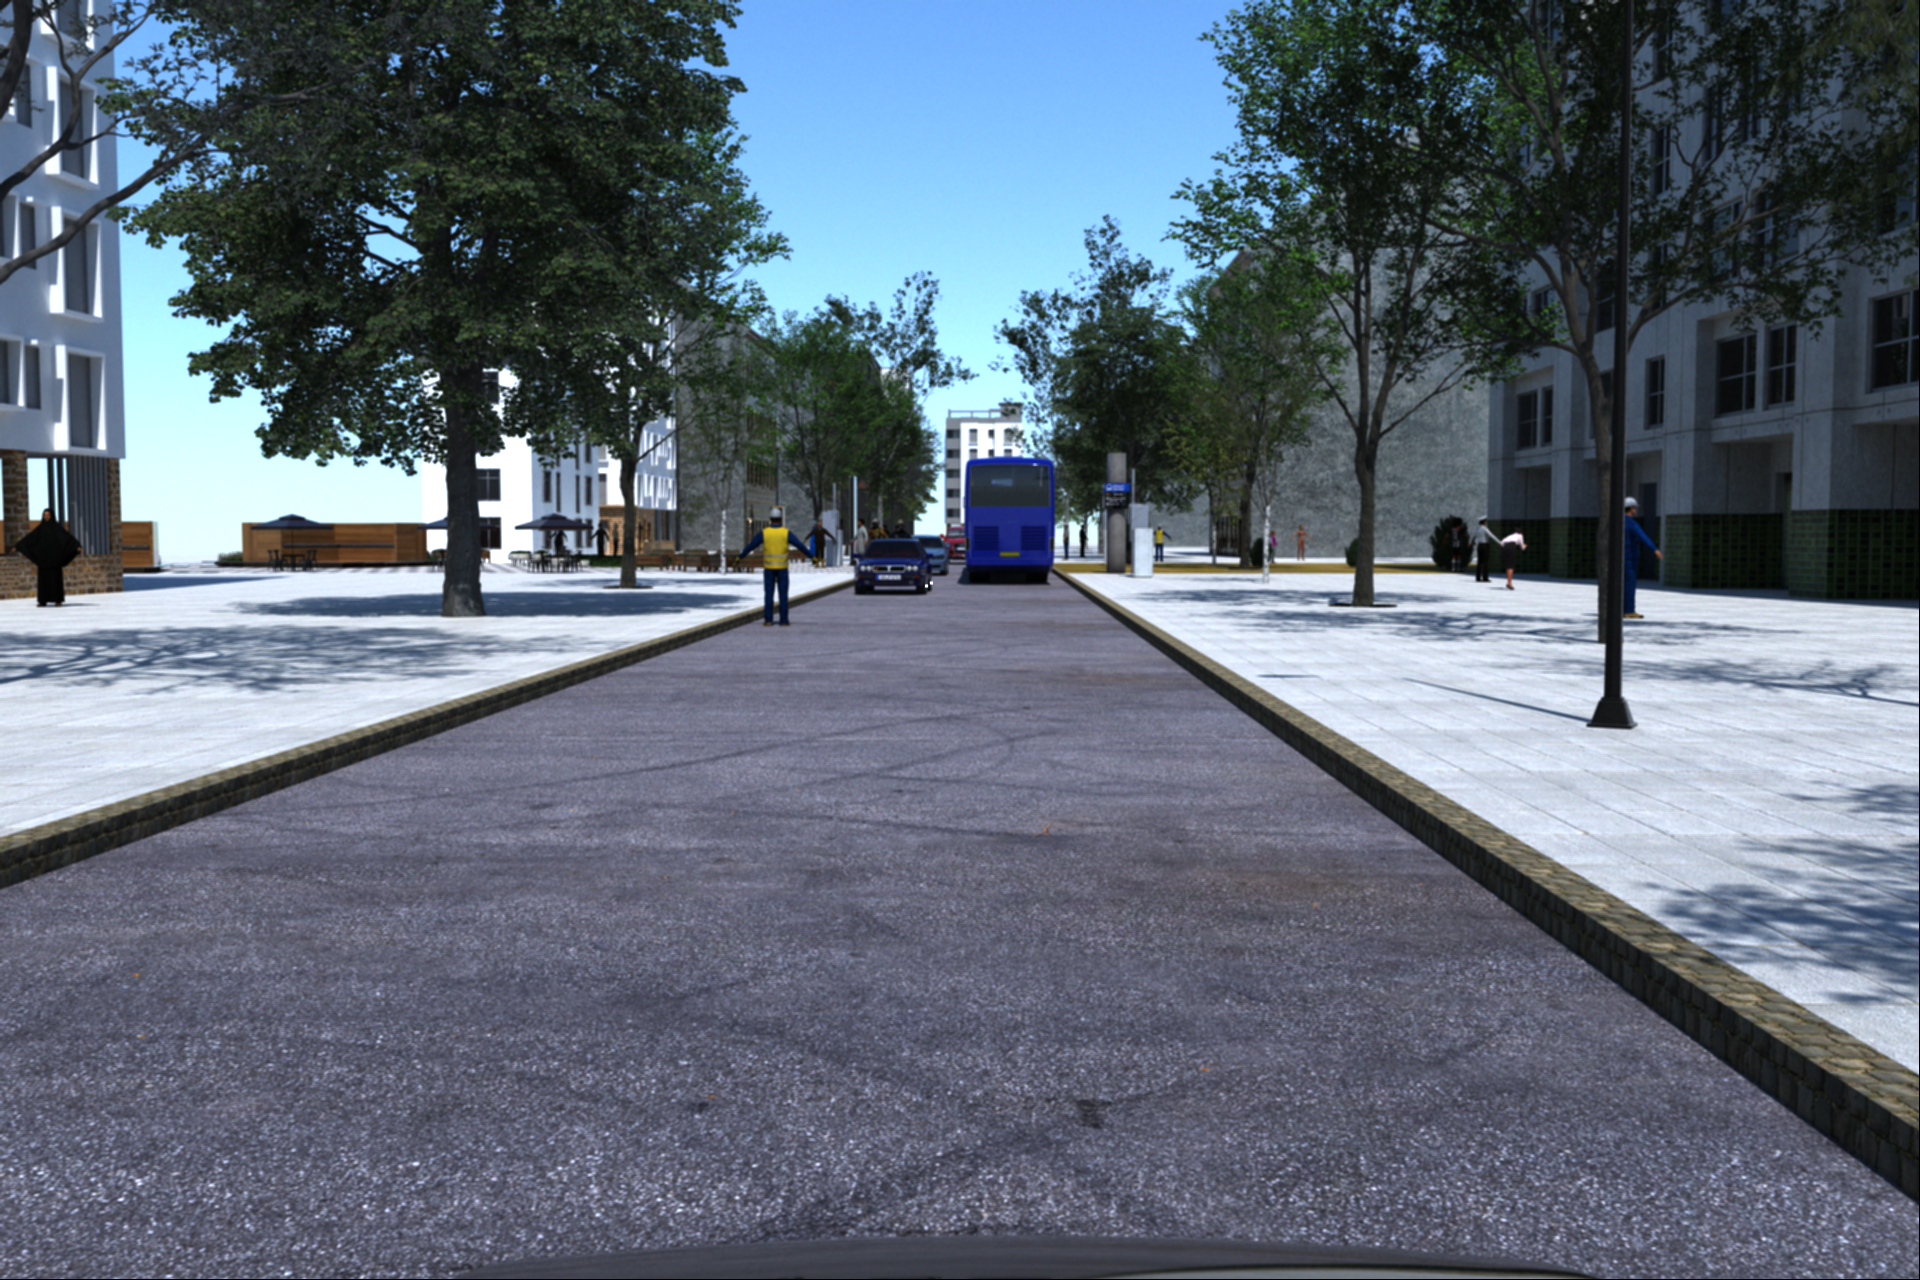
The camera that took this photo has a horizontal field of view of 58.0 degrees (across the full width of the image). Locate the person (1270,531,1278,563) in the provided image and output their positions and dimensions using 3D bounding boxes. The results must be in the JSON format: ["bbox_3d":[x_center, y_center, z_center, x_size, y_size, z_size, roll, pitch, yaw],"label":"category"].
[{"bbox_3d":[13.797,-4.079,75.950,0.599,1.433,0.991,1,4,23],"label":"person"}]

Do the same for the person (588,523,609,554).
[{"bbox_3d":[-17.076,-4.644,82.158,0.704,1.802,1.346,2,4,32],"label":"person"}]

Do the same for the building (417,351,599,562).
[{"bbox_3d":[-23.919,-9.267,93.666,9.099,9.664,28.070,0,4,1],"label":"building"}]

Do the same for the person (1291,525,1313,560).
[{"bbox_3d":[16.703,-4.758,84.592,1.217,1.733,0.721,-1,4,-18],"label":"person"}]

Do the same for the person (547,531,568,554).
[{"bbox_3d":[-18.743,-4.523,80.670,1.216,1.740,0.721,2,4,28],"label":"person"}]

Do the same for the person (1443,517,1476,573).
[{"bbox_3d":[16.391,-3.110,56.997,0.704,1.843,1.345,-2,4,-34],"label":"person"}]

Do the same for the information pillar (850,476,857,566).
[{"bbox_3d":[-4.332,-4.840,70.444,0.184,3.620,1.656,0,4,1],"label":"information pillar"}]

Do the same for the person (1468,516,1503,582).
[{"bbox_3d":[14.049,-2.440,46.351,0.721,1.778,1.216,-2,4,-30],"label":"person"}]

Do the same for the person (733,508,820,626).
[{"bbox_3d":[-2.872,-1.140,27.061,1.349,1.833,0.705,0,4,-4],"label":"person"}]

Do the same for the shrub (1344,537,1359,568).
[{"bbox_3d":[15.058,-3.333,65.618,1.383,1.207,1.383,0,3,0],"label":"shrub"}]

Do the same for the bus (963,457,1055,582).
[{"bbox_3d":[1.473,-3.841,54.355,2.896,3.916,12.251,0,4,1],"label":"bus"}]

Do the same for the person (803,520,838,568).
[{"bbox_3d":[-5.329,-3.657,65.924,1.346,1.812,0.704,-1,4,-13],"label":"person"}]

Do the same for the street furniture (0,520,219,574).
[{"bbox_3d":[-31.140,-3.192,59.039,11.010,1.723,9.812,-1,4,-19],"label":"street furniture"}]

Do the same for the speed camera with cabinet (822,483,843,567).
[{"bbox_3d":[-5.004,-4.495,67.826,0.660,3.252,2.038,0,4,3],"label":"speed camera with cabinet"}]

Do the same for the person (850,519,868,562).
[{"bbox_3d":[-3.417,-3.259,59.469,0.705,1.806,1.347,-2,4,-26],"label":"person"}]

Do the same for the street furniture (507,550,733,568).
[{"bbox_3d":[-13.182,-3.226,68.368,10.072,0.657,5.734,2,4,35],"label":"street furniture"}]

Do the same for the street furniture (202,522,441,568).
[{"bbox_3d":[-25.057,-3.869,70.118,11.010,1.723,9.812,1,4,20],"label":"street furniture"}]

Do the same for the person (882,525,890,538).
[{"bbox_3d":[-4.196,-5.504,96.183,0.705,1.806,1.347,3,4,38],"label":"person"}]

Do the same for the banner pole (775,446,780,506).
[{"bbox_3d":[-5.197,-3.644,49.604,0.401,3.779,0.863,0,4,1],"label":"banner pole"}]

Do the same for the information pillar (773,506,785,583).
[{"bbox_3d":[-4.789,-2.530,45.862,0.304,2.012,0.304,0,4,0],"label":"information pillar"}]

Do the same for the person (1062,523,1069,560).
[{"bbox_3d":[5.225,-4.884,85.713,0.705,1.847,1.347,0,4,4],"label":"person"}]

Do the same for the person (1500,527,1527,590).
[{"bbox_3d":[12.796,-1.880,39.977,0.628,1.438,0.799,1,4,11],"label":"person"}]

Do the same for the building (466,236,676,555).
[{"bbox_3d":[-25.426,-15.512,110.046,16.016,20.090,11.380,0,4,1],"label":"building"}]

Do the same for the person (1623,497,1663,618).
[{"bbox_3d":[10.226,-1.259,26.471,0.705,1.842,1.347,-1,4,-14],"label":"person"}]

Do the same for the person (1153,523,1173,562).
[{"bbox_3d":[9.168,-4.478,79.681,1.216,1.772,0.721,0,4,6],"label":"person"}]

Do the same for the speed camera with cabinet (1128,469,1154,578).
[{"bbox_3d":[5.424,-3.518,51.855,0.660,3.252,2.038,0,4,1],"label":"speed camera with cabinet"}]

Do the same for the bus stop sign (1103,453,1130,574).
[{"bbox_3d":[5.081,-4.113,56.263,0.837,3.901,0.837,0,4,1],"label":"bus stop sign"}]

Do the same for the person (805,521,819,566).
[{"bbox_3d":[-5.873,-3.890,69.721,0.704,1.817,1.347,-2,4,-35],"label":"person"}]

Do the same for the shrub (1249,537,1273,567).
[{"bbox_3d":[11.679,-3.437,67.308,1.383,1.207,1.383,0,3,0],"label":"shrub"}]

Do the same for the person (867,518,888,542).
[{"bbox_3d":[-3.069,-3.495,62.911,1.354,1.858,0.705,2,4,25],"label":"person"}]

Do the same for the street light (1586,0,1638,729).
[{"bbox_3d":[4.895,-2.374,11.361,1.470,5.913,1.316,0,4,1],"label":"street light"}]

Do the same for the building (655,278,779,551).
[{"bbox_3d":[-24.775,-18.674,136.253,19.493,23.208,18.063,0,4,2],"label":"building"}]

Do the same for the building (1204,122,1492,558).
[{"bbox_3d":[24.894,-16.473,100.268,19.493,23.208,18.063,0,4,2],"label":"building"}]

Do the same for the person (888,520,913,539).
[{"bbox_3d":[-1.777,-2.661,51.748,1.354,1.856,0.705,-1,4,-14],"label":"person"}]

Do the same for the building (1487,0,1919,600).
[{"bbox_3d":[25.553,-10.705,41.484,16.747,18.905,31.486,0,4,2],"label":"building"}]

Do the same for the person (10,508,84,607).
[{"bbox_3d":[-16.048,-1.449,30.473,1.214,1.737,0.721,0,4,-7],"label":"person"}]

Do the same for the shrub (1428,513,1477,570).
[{"bbox_3d":[17.497,-3.495,61.555,1.690,2.028,1.600,0,3,0],"label":"shrub"}]

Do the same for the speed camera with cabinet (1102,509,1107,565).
[{"bbox_3d":[6.242,-4.730,71.676,0.660,3.252,2.038,0,4,2],"label":"speed camera with cabinet"}]

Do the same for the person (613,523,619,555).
[{"bbox_3d":[-16.906,-4.837,85.212,0.705,1.813,1.348,-1,4,-9],"label":"person"}]

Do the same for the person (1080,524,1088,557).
[{"bbox_3d":[6.821,-5.500,95.866,0.705,1.837,1.347,1,4,20],"label":"person"}]
